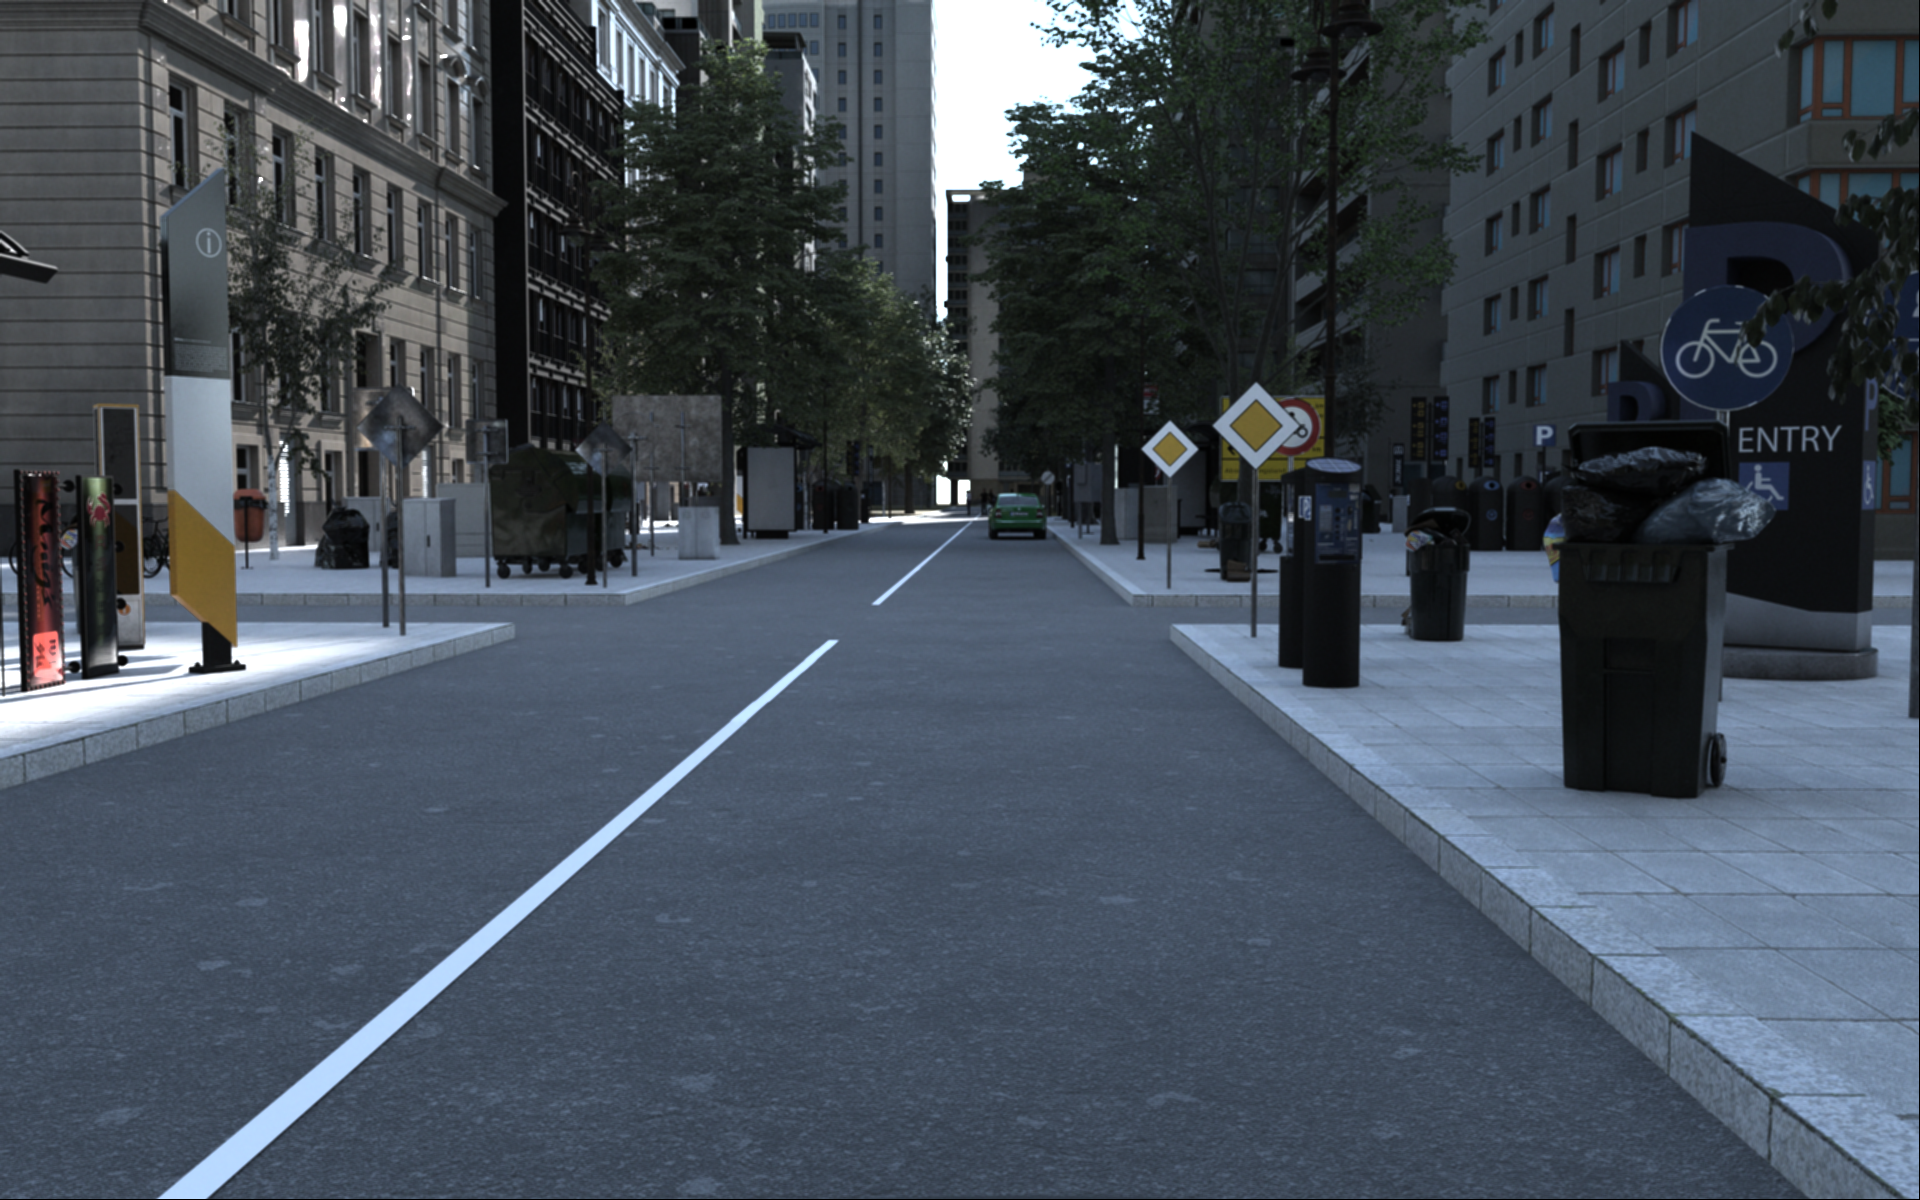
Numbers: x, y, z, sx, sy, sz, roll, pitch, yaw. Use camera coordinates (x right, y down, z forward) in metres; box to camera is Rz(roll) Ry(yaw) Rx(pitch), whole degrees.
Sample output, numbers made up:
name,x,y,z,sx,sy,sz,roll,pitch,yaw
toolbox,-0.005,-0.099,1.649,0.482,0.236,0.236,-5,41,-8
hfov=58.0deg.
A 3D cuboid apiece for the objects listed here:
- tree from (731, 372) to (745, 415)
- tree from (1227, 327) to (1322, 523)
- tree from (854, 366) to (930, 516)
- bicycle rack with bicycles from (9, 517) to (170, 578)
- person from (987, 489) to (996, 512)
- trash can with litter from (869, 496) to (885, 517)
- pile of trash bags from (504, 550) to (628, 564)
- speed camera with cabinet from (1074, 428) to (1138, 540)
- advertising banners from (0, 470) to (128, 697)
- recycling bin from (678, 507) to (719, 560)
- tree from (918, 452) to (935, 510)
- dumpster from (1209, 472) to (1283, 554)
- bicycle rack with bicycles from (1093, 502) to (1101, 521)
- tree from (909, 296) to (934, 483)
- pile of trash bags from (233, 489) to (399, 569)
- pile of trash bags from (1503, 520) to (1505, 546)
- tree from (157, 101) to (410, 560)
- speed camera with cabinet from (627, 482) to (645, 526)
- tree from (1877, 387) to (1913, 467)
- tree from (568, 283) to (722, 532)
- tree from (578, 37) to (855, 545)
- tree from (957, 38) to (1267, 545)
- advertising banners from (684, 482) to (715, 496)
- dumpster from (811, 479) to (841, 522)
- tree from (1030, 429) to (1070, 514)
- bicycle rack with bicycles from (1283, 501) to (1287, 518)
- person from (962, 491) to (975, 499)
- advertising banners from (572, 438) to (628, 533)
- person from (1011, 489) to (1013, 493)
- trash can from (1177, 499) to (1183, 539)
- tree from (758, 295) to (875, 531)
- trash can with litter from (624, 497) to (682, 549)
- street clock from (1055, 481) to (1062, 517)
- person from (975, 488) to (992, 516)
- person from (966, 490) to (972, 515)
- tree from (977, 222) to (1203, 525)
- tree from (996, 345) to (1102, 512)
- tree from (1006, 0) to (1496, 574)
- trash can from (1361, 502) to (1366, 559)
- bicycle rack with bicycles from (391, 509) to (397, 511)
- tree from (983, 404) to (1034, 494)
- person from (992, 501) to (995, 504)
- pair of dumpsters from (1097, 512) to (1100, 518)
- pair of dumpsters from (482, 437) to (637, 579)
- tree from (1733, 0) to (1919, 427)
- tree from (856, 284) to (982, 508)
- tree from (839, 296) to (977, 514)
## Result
name,x,y,z,sx,sy,sz,roll,pitch,yaw
tree,-11.397,-7.567,74.081,4.360,8.622,3.978,0,3,0
tree,13.847,-7.662,75.641,4.737,8.622,4.395,0,3,0
tree,-4.157,-9.099,99.130,4.360,8.622,3.978,0,3,0
bicycle rack with bicycles,-12.780,-0.827,26.902,2.925,0.926,2.852,2,4,24
person,2.498,-7.921,138.035,0.705,1.821,1.348,3,4,37
trash can with litter,-5.447,-5.229,96.550,2.233,1.210,1.678,2,4,31
pile of trash bags,-7.222,-1.425,33.044,1.912,1.369,3.447,1,4,11
speed camera with cabinet,4.160,-3.361,49.283,0.660,3.252,2.038,-3,5,-43
advertising banners,-6.055,-0.930,11.386,0.090,3.025,2.074,0,4,0
recycling bin,-5.149,-1.321,34.156,0.722,1.027,0.722,0,4,0
tree,-3.288,-11.712,141.857,4.737,8.622,4.395,0,3,0
dumpster,6.351,-2.179,38.116,1.502,2.255,1.985,0,4,2
bicycle rack with bicycles,6.838,-4.230,82.544,2.852,0.926,2.925,0,4,-5
tree,-4.461,-10.087,83.050,7.486,12.596,7.792,0,3,0
pile of trash bags,-10.936,-1.255,30.268,3.447,1.369,1.912,-1,4,-11
pile of trash bags,12.645,-2.025,42.856,1.912,1.369,3.447,2,4,30
tree,-13.126,-5.086,33.516,4.360,8.622,3.978,0,3,0
speed camera with cabinet,-13.198,-4.616,69.813,0.660,3.252,2.038,-1,4,-22
tree,13.032,-2.597,26.174,4.285,4.588,4.351,0,3,0
tree,-10.669,-6.599,58.259,4.360,8.622,3.978,0,3,0
tree,-5.835,-7.652,43.240,7.486,12.596,7.792,0,3,0
tree,3.830,-7.655,43.287,7.486,12.596,7.792,0,3,0
advertising banners,-13.290,-5.593,87.637,2.074,3.025,0.090,2,4,27
dumpster,-4.960,-3.651,65.447,1.264,1.857,1.865,0,4,1
tree,6.008,-9.706,109.062,4.360,8.622,3.978,0,3,0
bicycle rack with bicycles,16.538,-4.698,90.194,2.852,0.926,2.925,-2,4,-28
person,0.874,-10.205,175.349,1.348,1.824,0.705,-1,4,-18
advertising banners,-11.365,-3.579,54.697,0.090,3.025,2.074,3,5,42
person,3.835,-7.336,128.444,1.348,1.824,0.705,-2,4,-24
trash can,5.730,-2.191,47.476,0.748,1.137,0.748,0,3,0
tree,-5.299,-6.726,60.328,4.737,8.622,4.395,0,3,0
trash can with litter,-7.628,-1.825,40.889,1.678,1.210,2.233,-1,4,-17
street clock,5.684,-5.778,99.041,0.471,2.002,0.358,0,4,-4
person,1.588,-6.538,115.403,1.348,1.822,0.705,2,4,32
person,0.522,-6.595,117.259,0.436,1.711,0.756,2,4,34
tree,5.514,-9.527,72.777,9.611,12.733,9.660,0,3,0
tree,7.185,-13.444,126.462,9.857,13.997,8.962,0,3,0
tree,4.610,-6.247,27.893,9.928,11.665,9.643,0,3,0
trash can,7.261,-1.280,32.583,0.748,1.137,0.748,0,3,0
bicycle rack with bicycles,-13.181,-1.718,41.469,2.852,0.926,2.925,1,4,18
tree,7.168,-16.003,172.025,12.009,13.543,11.850,0,3,0
person,2.711,-6.553,118.899,1.065,1.426,0.557,0,4,1
pair of dumpsters,8.125,-5.633,94.600,1.574,2.255,4.437,0,4,1
pair of dumpsters,-6.462,-1.571,28.187,1.574,2.255,4.437,0,4,1
tree,3.417,-3.315,4.557,4.360,8.622,3.978,0,3,0
tree,-3.825,-18.548,159.145,12.611,20.169,13.585,0,3,0
tree,-3.204,-12.464,110.448,9.857,13.997,8.962,0,3,0
